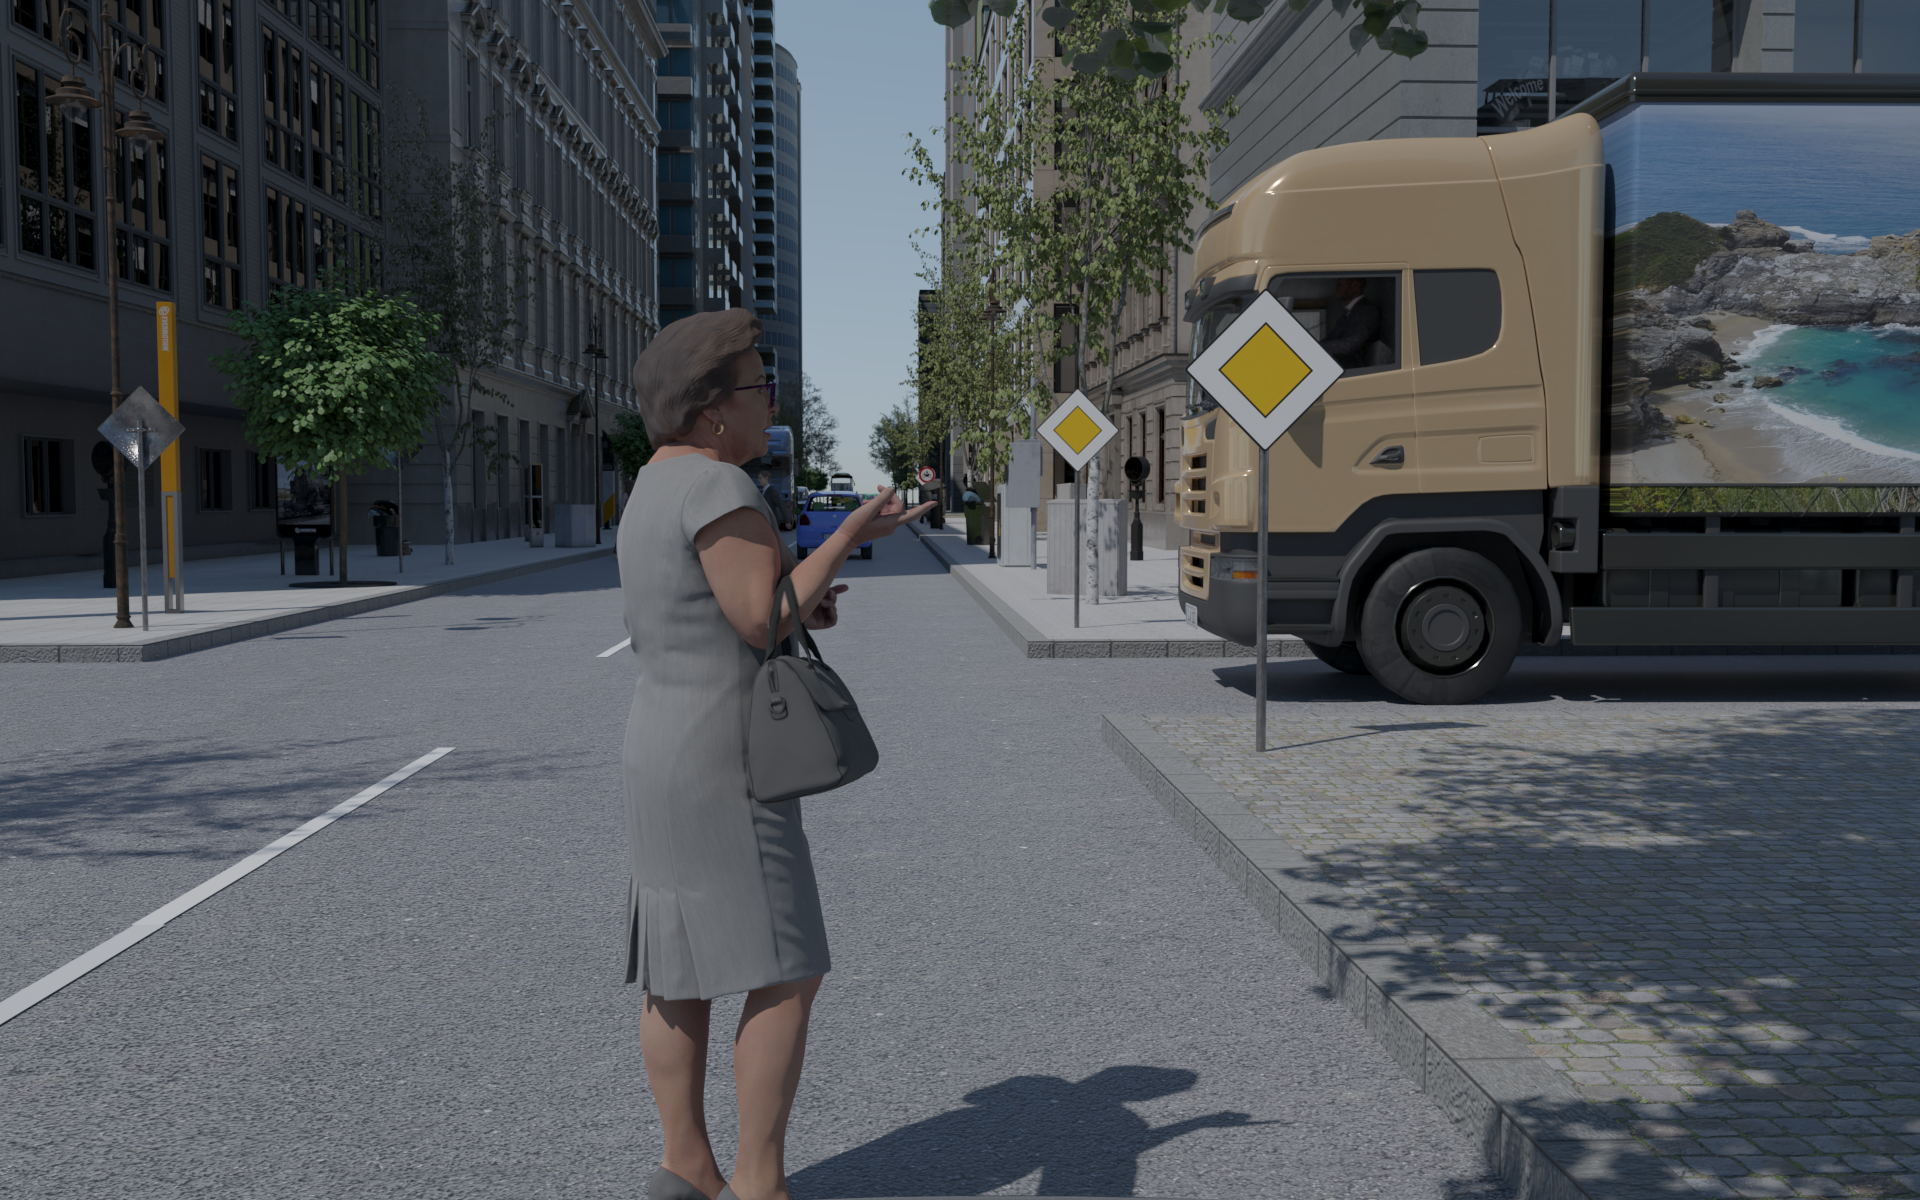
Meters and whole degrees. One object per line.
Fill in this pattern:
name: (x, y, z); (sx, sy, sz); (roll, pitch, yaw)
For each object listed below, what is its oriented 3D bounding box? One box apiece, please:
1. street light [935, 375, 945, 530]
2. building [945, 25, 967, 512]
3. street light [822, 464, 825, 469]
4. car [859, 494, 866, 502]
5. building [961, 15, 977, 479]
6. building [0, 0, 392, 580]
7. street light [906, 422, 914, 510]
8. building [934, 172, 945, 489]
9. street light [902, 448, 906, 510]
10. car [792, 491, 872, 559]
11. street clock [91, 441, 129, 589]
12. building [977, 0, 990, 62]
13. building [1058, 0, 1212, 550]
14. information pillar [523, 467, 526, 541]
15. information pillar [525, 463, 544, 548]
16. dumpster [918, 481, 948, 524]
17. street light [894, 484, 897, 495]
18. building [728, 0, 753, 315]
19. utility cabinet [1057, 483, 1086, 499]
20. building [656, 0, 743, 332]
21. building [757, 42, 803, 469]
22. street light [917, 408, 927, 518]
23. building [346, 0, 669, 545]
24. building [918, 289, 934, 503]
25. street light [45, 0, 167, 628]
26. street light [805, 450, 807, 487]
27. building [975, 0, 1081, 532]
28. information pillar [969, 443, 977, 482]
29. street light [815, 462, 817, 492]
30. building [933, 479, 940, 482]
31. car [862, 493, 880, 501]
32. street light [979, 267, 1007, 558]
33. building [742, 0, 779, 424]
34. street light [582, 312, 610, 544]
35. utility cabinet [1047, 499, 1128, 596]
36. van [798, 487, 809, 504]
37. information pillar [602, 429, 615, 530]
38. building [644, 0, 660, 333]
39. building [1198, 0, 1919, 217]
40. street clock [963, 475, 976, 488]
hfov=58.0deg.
street light: (-0.669, -5.478, 62.352); (0.468, 5.910, 1.993); (0, 4, -3)
building: (9.322, -36.343, 136.213); (21.231, 58.520, 28.212); (0, 4, -3)
street light: (-18.359, -15.891, 232.611); (0.468, 5.910, 1.993); (0, 4, -3)
car: (-7.108, -7.238, 127.138); (1.959, 1.807, 4.718); (0, 4, -3)
building: (7.468, -28.454, 115.338); (14.600, 45.320, 14.200); (0, 4, -3)
building: (-19.915, -14.432, 29.469); (14.314, 27.812, 24.014); (0, 4, -3)
street light: (-3.024, -8.456, 111.046); (0.468, 5.910, 1.993); (0, 4, -3)
building: (5.223, -23.628, 158.019); (14.160, 30.474, 14.107); (0, 4, -3)
street light: (-4.332, -10.215, 139.809); (0.468, 5.910, 1.993); (0, 4, -3)
car: (-2.857, -1.818, 39.318); (1.945, 1.707, 3.694); (0, 4, -5)
street clock: (-11.549, -1.163, 23.580); (0.471, 2.002, 0.358); (2, 4, 26)
building: (7.903, -25.551, 101.351); (14.154, 41.232, 14.086); (0, 4, -3)
building: (8.961, -11.224, 48.139); (10.561, 19.102, 19.286); (0, 4, -3)
information pillar: (-11.583, -2.589, 46.830); (0.304, 2.012, 0.304); (-3, 5, -41)
information pillar: (-10.196, -2.272, 41.639); (0.304, 2.012, 0.304); (-2, 4, -23)
dumpster: (-1.173, -4.294, 75.963); (1.264, 1.857, 1.865); (0, 4, -3)
street light: (-6.899, -13.576, 194.751); (0.468, 5.910, 1.993); (0, 4, -3)
building: (-25.588, -30.675, 151.651); (14.600, 45.320, 14.200); (0, 4, -3)
utility cabinet: (2.281, -1.644, 35.560); (0.318, 1.500, 1.173); (1, 4, 20)
building: (-28.019, -31.162, 129.111); (23.786, 49.044, 30.456); (0, 4, -3)
building: (-31.395, -41.606, 222.252); (21.231, 58.520, 28.212); (0, 4, -3)
street light: (-2.002, -7.244, 91.235); (0.468, 5.910, 1.993); (0, 4, -3)
building: (-21.584, -17.582, 63.885); (17.030, 29.872, 44.131); (0, 4, -3)
building: (1.069, -28.915, 244.458); (14.160, 30.474, 14.107); (0, 4, -3)
street light: (-8.026, -2.670, 16.444); (0.468, 5.910, 1.993); (0, 4, -3)
street light: (-15.640, -12.471, 176.691); (0.468, 5.910, 1.993); (0, 4, -3)
building: (11.226, -16.546, 75.037); (19.350, 26.468, 34.151); (0, 4, -3)
information pillar: (0.575, -5.350, 78.832); (0.504, 3.616, 0.183); (3, 5, 44)
street light: (-16.960, -14.157, 204.254); (0.468, 5.910, 1.993); (0, 4, -3)
building: (11.936, -32.646, 225.638); (32.217, 40.220, 23.993); (0, 4, -3)
car: (-5.201, -6.075, 108.118); (1.959, 1.807, 4.718); (0, 4, -1)
street light: (0.642, -3.769, 34.410); (0.468, 5.910, 1.993); (0, 4, -3)
building: (-30.261, -53.730, 191.161); (22.319, 86.520, 31.000); (0, 4, -3)
street light: (-9.273, -4.368, 44.213); (0.468, 5.910, 1.993); (0, 4, -3)
utility cabinet: (1.611, -0.664, 22.020); (1.020, 1.237, 0.306); (2, 4, 31)
van: (-9.205, -5.506, 97.029); (2.013, 2.044, 4.112); (0, 4, -3)
information pillar: (-12.658, -4.341, 62.331); (0.504, 3.616, 0.183); (2, 4, 28)
building: (-30.884, -25.086, 102.041); (32.217, 40.220, 23.993); (0, 4, -3)
building: (19.235, -15.095, 24.293); (29.804, 29.767, 11.434); (0, 4, -3)
street clock: (0.346, -3.611, 63.604); (0.471, 2.002, 0.358); (0, 4, 5)
